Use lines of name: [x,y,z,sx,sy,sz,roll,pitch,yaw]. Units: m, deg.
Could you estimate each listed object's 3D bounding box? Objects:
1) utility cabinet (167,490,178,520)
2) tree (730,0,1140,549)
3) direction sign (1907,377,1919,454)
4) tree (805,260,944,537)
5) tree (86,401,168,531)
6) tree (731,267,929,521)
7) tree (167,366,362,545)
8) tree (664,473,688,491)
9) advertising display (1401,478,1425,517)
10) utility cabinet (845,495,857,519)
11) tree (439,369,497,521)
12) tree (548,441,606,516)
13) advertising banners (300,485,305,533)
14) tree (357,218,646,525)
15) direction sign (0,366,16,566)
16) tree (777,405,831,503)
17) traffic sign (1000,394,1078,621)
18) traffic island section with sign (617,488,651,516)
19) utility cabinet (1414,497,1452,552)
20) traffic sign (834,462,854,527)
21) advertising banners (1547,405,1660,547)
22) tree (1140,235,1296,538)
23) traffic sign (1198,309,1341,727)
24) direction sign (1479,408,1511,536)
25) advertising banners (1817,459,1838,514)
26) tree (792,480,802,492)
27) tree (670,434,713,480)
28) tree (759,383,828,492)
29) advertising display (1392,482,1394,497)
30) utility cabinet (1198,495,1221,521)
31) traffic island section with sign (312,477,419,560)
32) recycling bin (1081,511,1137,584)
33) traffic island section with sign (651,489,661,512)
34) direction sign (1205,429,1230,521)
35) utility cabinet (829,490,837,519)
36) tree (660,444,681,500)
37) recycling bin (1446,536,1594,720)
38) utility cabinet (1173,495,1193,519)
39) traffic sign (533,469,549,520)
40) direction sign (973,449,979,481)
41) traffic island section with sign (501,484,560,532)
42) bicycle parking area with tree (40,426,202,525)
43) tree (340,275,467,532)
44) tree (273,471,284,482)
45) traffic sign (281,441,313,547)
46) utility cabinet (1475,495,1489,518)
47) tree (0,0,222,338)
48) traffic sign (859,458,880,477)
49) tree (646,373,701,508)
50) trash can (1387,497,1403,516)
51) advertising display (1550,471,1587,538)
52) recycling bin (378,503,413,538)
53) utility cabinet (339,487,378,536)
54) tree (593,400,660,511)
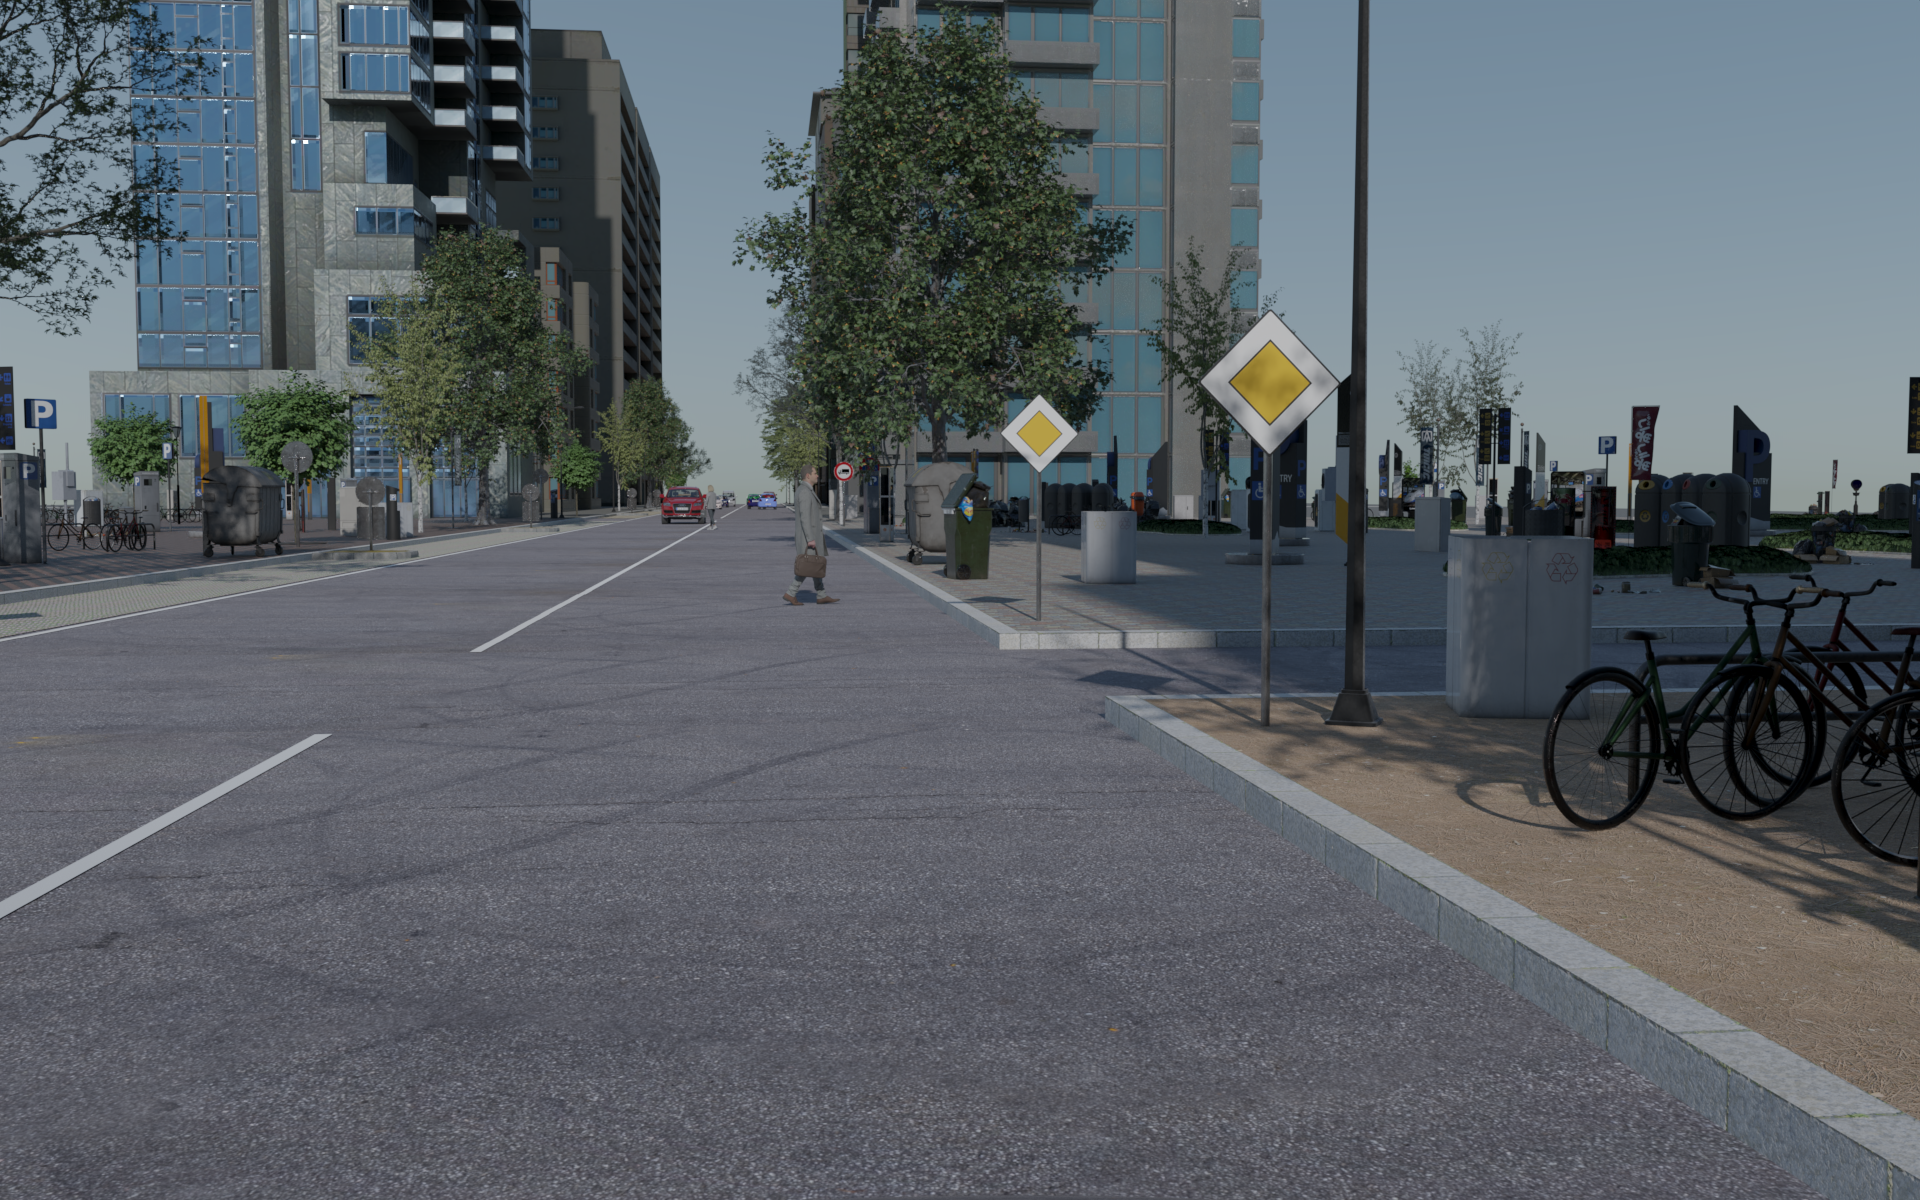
utility cabinet: [-39.270,-4.758,86.472,0.318,1.500,1.173,-1,4,-11]
tree: [-0.503,-7.550,40.449,9.611,12.733,9.660,0,3,0]
direction sign: [18.762,-2.540,33.519,0.876,3.537,0.379,0,4,-1]
tree: [-1.887,-6.181,51.419,4.360,8.622,3.978,0,3,0]
tree: [-29.225,-4.751,61.385,4.285,4.588,4.351,0,3,0]
tree: [-5.742,-10.591,83.538,12.009,13.543,11.850,0,3,0]
tree: [-17.033,-3.720,44.535,4.285,4.588,4.351,0,3,0]
tree: [-35.289,-14.105,214.329,4.285,4.588,4.351,0,3,0]
advertising display: [17.840,-3.852,68.201,0.974,1.923,0.123,-1,4,-15]
utility cabinet: [-5.878,-4.853,90.514,1.020,1.237,0.306,-2,4,-30]
tree: [-23.455,-8.040,81.816,4.360,8.622,3.978,0,3,0]
tree: [-22.324,-7.185,101.183,4.285,4.588,4.351,0,3,0]
advertising banners: [-21.931,-3.769,57.806,0.090,3.025,2.074,-2,4,-24]
tree: [-20.047,-9.504,72.405,9.611,12.733,9.660,0,3,0]
direction sign: [-17.197,-2.378,30.882,0.876,3.537,0.379,1,4,16]
tree: [-10.670,-10.484,121.779,4.737,8.622,4.395,0,3,0]
traffic sign: [0.793,-0.844,17.449,0.795,2.450,0.064,0,4,-6]
traffic island section with sign: [-21.794,-6.523,115.281,1.989,1.847,2.006,0,4,-6]
utility cabinet: [10.618,-1.697,38.902,0.306,1.237,1.020,-1,4,-18]
traffic sign: [-4.582,-4.178,68.418,0.768,2.556,0.104,0,4,0]
advertising banners: [12.815,-2.346,34.552,2.074,3.025,0.090,1,4,22]
tree: [7.372,-6.099,50.077,4.737,8.622,4.395,0,3,0]
traffic sign: [1.685,-0.359,9.514,0.795,2.450,0.064,0,4,-6]
direction sign: [14.085,-3.283,45.671,0.876,3.537,0.379,3,5,43]
advertising banners: [44.344,-5.649,88.555,0.090,3.025,2.074,0,4,2]
tree: [-18.301,-12.356,196.618,1.663,3.219,1.824,0,3,0]
tree: [-39.129,-19.067,246.160,8.767,10.594,7.601,0,4,-3]
tree: [-16.762,-15.740,175.477,7.486,12.596,7.792,0,3,0]
advertising display: [23.479,-5.381,93.189,0.123,1.923,0.974,3,4,36]
utility cabinet: [11.654,-4.259,80.803,1.020,1.237,0.306,1,4,19]
traffic island section with sign: [-13.177,-1.830,38.556,1.989,1.847,2.006,0,4,-6]
recycling bin: [2.147,-0.764,25.038,0.722,1.027,0.722,0,4,-3]
traffic island section with sign: [-24.813,-8.161,142.067,1.989,1.847,2.006,0,4,-6]
direction sign: [8.979,-4.199,60.643,0.876,3.537,0.379,0,4,7]
utility cabinet: [-6.419,-4.897,88.741,0.318,1.500,1.173,1,4,11]
tree: [-31.603,-14.229,183.004,4.737,8.622,4.395,0,3,0]
recycling bin: [3.279,0.144,10.198,0.722,1.027,0.722,1,4,8]
utility cabinet: [11.613,-4.827,90.075,1.020,1.237,0.306,-1,4,-10]
traffic sign: [-20.988,-5.299,86.749,0.768,2.556,0.104,0,4,-4]
direction sign: [0.785,-5.782,86.529,0.379,3.537,0.876,1,4,17]
traffic island section with sign: [-16.183,-3.469,65.344,1.989,1.847,2.006,0,4,-6]
bicycle parking area with tree: [-35.013,-5.386,75.057,9.016,4.147,8.231,-2,4,-30]
tree: [-18.183,-6.552,57.482,4.737,8.622,4.395,0,3,0]
tree: [-27.802,-4.578,69.449,1.663,3.219,1.824,0,3,0]
traffic sign: [-15.931,-2.539,41.612,0.768,2.556,0.104,0,4,1]
utility cabinet: [28.151,-4.996,92.843,1.020,1.237,0.306,0,4,5]
tree: [-13.665,-5.353,21.939,8.767,10.594,7.601,-1,4,-15]
traffic sign: [-3.023,-3.559,58.302,0.768,2.556,0.104,0,4,-5]
tree: [-29.559,-15.145,164.627,9.611,12.733,9.660,0,3,0]
trash can: [18.636,-3.816,74.042,0.748,1.137,0.748,0,3,0]
advertising display: [17.050,-2.653,48.591,0.974,1.923,0.123,3,4,39]
recycling bin: [-16.685,-2.365,51.228,0.722,1.027,0.722,2,4,32]
utility cabinet: [-18.094,-2.661,52.185,1.173,1.500,0.318,1,4,15]
tree: [-25.985,-11.172,133.025,4.737,8.622,4.395,0,3,0]
